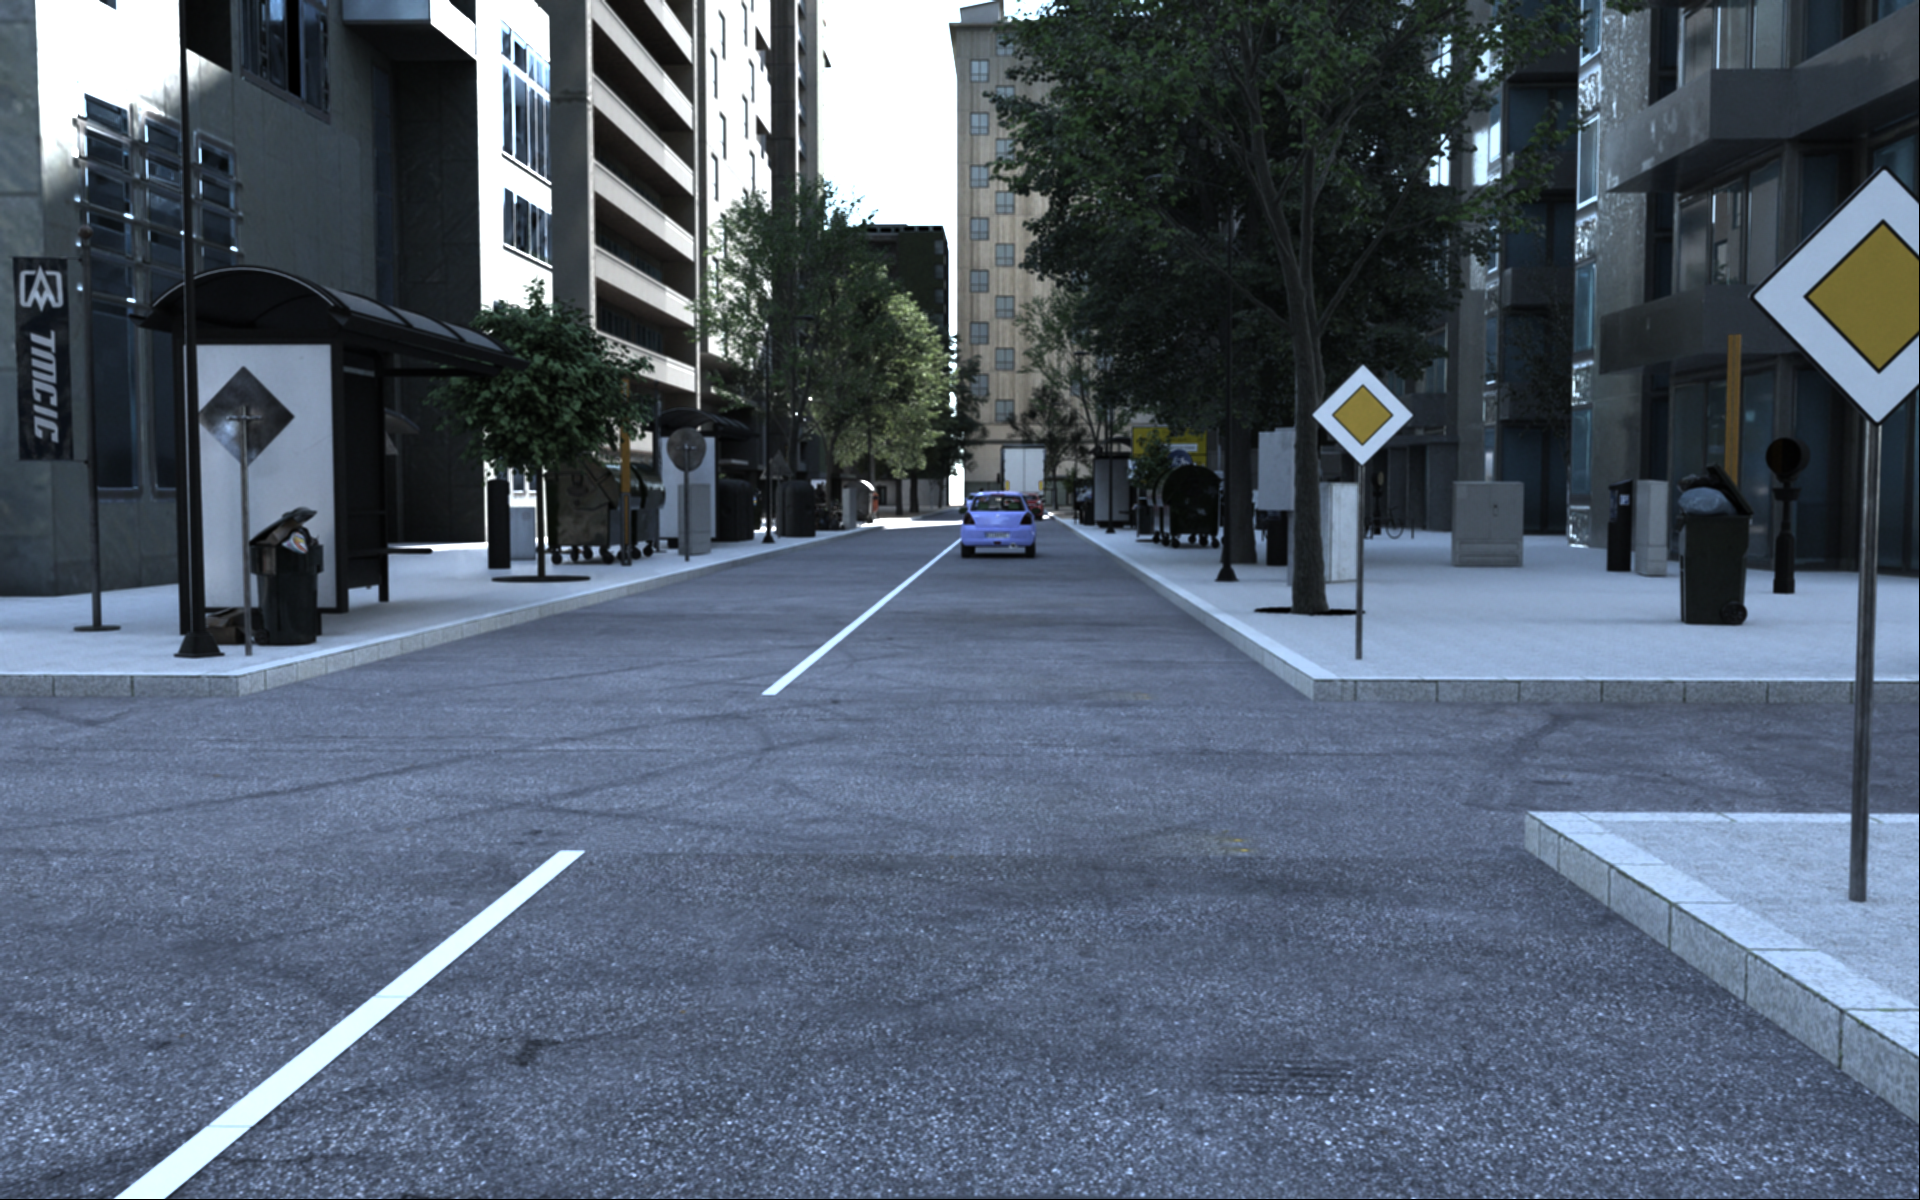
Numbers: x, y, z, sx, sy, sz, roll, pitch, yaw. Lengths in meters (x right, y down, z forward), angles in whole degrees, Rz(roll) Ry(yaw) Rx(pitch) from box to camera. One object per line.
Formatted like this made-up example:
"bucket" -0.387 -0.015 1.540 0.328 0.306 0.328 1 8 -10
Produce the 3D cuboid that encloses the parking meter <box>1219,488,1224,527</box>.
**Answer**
"parking meter" 10.171 -3.648 68.052 0.372 1.533 0.369 0 3 0

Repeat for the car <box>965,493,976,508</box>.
"car" 1.356 -7.883 138.481 1.945 1.707 3.694 0 4 0

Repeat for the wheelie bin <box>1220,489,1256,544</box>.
"wheelie bin" 6.960 -2.171 43.409 0.693 1.594 0.980 -2 4 -35

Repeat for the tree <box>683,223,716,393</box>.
"tree" -5.356 -7.955 55.816 9.928 11.665 9.643 0 3 0

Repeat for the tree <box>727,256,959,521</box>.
"tree" -5.195 -8.055 66.113 8.767 10.594 7.601 1 4 11

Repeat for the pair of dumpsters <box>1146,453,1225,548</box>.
"pair of dumpsters" 5.568 -2.470 42.877 1.574 2.255 4.437 0 4 2

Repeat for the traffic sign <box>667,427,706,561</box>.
"traffic sign" -5.219 -2.015 33.049 0.768 2.556 0.104 0 4 5

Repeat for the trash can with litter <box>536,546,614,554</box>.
"trash can with litter" -8.745 -1.637 37.819 2.233 1.210 1.678 3 5 42

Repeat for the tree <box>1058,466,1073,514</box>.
"tree" 7.178 -7.014 109.284 1.663 3.219 1.824 0 3 0

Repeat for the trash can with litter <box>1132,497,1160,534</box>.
"trash can with litter" 6.219 -2.747 56.309 0.624 1.170 1.055 -3 5 -42

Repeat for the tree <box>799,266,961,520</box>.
"tree" -4.753 -10.215 85.149 7.486 12.596 7.792 0 3 0

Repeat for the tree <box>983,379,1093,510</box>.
"tree" 7.541 -12.563 139.822 7.601 10.594 8.767 2 4 32

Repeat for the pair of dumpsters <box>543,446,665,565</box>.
"pair of dumpsters" -6.871 -1.894 33.453 1.574 2.255 4.437 0 4 2

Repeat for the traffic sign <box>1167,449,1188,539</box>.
"traffic sign" 6.248 -3.019 49.466 0.768 2.556 0.104 1 4 11

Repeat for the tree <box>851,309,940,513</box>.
"tree" -3.043 -12.960 118.558 9.857 13.997 8.962 0 3 0

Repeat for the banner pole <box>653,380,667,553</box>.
"banner pole" -6.657 -2.951 38.270 0.401 3.779 0.863 0 4 0

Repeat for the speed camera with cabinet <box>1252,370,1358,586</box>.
"speed camera with cabinet" 5.039 -1.863 24.796 0.660 3.252 2.038 3 5 42

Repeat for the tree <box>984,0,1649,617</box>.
"tree" 3.670 -5.667 18.412 9.928 11.665 9.643 0 3 0

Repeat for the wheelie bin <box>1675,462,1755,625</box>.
"wheelie bin" 7.453 -0.566 17.166 0.693 1.594 0.980 1 4 16

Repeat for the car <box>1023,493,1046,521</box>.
"car" 3.620 -5.237 94.667 2.155 1.783 4.494 0 4 2

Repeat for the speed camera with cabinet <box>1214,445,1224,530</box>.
"speed camera with cabinet" 9.144 -4.085 61.126 2.038 3.252 0.660 0 4 -7

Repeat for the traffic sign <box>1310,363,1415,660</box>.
"traffic sign" 3.093 -0.596 13.384 0.795 2.450 0.064 0 4 2

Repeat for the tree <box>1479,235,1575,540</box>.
"tree" 16.904 -5.996 48.398 4.360 8.622 3.978 0 3 0

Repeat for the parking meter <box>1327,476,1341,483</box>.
"parking meter" 11.843 -3.009 54.912 0.399 1.863 0.255 -3 4 -39

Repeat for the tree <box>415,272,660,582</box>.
"tree" -6.335 -2.573 25.784 4.285 4.588 4.351 0 3 0

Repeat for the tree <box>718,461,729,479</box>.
"tree" -12.451 -5.667 87.257 1.663 3.219 1.824 0 3 0

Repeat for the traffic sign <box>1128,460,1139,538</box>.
"traffic sign" 5.234 -2.983 50.901 0.606 2.300 0.079 1 4 10

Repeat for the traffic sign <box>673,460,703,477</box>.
"traffic sign" -6.216 -2.406 39.441 0.768 2.556 0.104 1 4 10

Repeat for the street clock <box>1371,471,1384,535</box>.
"street clock" 13.178 -3.066 54.694 0.358 2.002 0.471 3 4 39

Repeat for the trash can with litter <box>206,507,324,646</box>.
"trash can with litter" -5.989 -0.206 14.757 1.055 1.170 0.624 0 4 1

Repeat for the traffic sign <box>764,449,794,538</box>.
"traffic sign" -5.263 -3.076 50.301 0.884 2.594 0.081 0 4 6

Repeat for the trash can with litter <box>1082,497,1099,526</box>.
"trash can with litter" 5.496 -3.618 70.535 1.055 1.170 0.624 2 4 25

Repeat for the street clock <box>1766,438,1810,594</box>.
"street clock" 10.649 -1.086 22.327 0.358 2.002 0.471 -3 4 -37

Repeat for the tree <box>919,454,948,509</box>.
"tree" -2.540 -12.233 150.371 4.360 8.622 3.978 0 3 0

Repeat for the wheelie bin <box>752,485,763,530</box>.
"wheelie bin" -7.390 -3.260 61.209 0.693 1.594 0.980 -3 5 -44

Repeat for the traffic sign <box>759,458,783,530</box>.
"traffic sign" -6.819 -3.825 62.549 0.884 2.594 0.081 0 4 7

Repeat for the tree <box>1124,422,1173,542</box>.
"tree" 5.368 -3.184 46.656 1.663 3.219 1.824 0 3 0

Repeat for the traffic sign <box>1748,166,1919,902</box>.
"traffic sign" 2.830 -0.108 5.404 0.795 2.450 0.064 0 4 2

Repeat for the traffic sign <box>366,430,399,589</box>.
"traffic sign" -7.998 -1.429 23.361 0.884 2.594 0.081 0 4 7

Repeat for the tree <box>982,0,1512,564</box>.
"tree" 5.261 -7.652 31.759 9.857 13.997 8.962 0 3 0

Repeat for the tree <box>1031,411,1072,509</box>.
"tree" 7.903 -12.197 149.780 4.737 8.622 4.395 0 3 0

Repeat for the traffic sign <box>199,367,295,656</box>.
"traffic sign" -5.646 -0.615 13.691 0.795 2.450 0.064 0 4 2

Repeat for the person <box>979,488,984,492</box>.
"person" 1.249 -5.133 93.133 0.721 1.736 1.217 -1 4 -17

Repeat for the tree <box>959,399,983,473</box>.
"tree" -1.700 -13.685 158.155 8.767 10.594 7.601 -2 4 -30

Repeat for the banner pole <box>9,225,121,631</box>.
"banner pole" -8.373 -1.601 16.193 0.863 3.779 0.401 -1 4 -12

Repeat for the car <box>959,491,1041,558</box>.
"car" 0.921 -1.878 40.298 1.945 1.707 3.694 0 4 3

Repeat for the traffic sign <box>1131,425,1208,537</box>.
"traffic sign" 6.227 -3.524 51.490 2.265 3.308 0.079 1 4 9

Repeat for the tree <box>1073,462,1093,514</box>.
"tree" 7.341 -5.908 91.201 1.663 3.219 1.824 0 3 0
